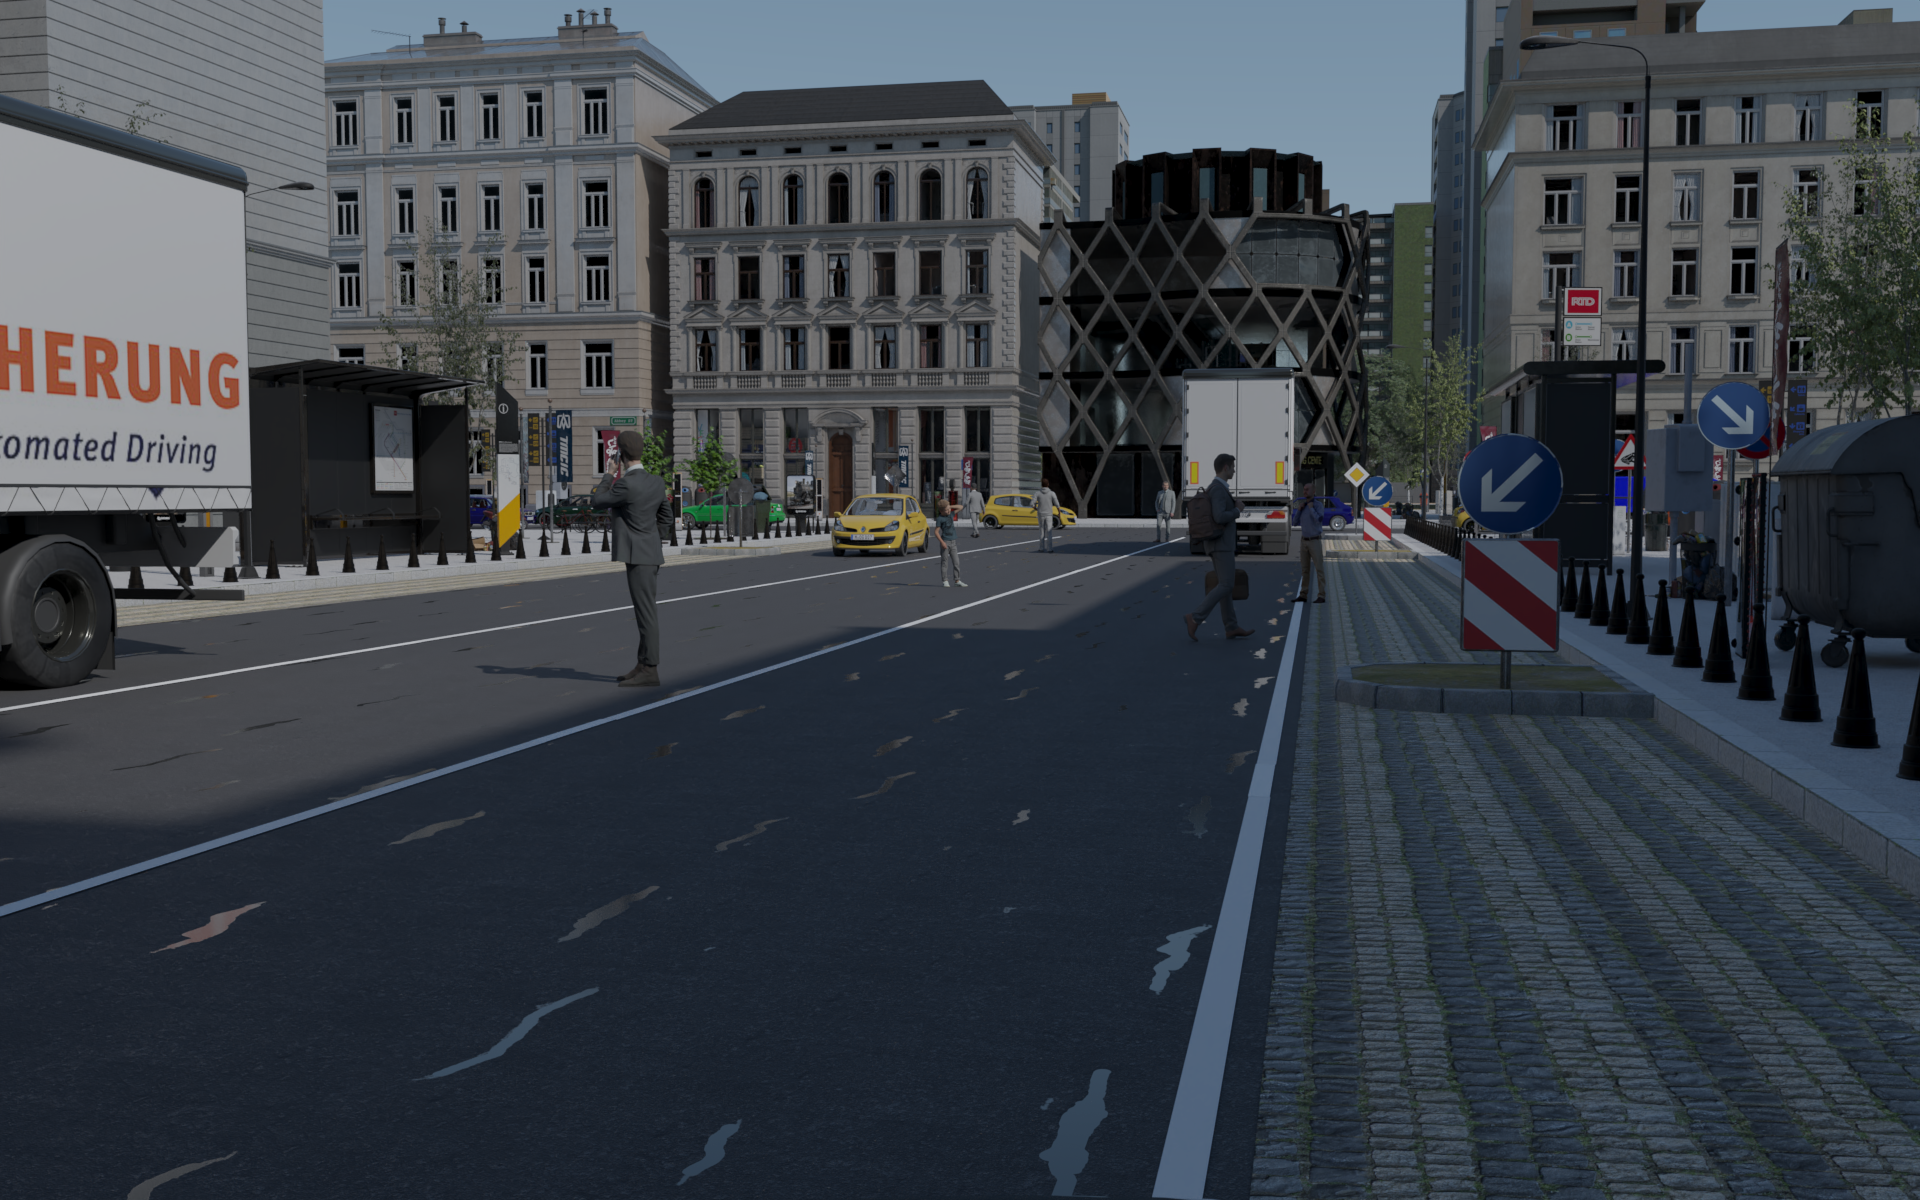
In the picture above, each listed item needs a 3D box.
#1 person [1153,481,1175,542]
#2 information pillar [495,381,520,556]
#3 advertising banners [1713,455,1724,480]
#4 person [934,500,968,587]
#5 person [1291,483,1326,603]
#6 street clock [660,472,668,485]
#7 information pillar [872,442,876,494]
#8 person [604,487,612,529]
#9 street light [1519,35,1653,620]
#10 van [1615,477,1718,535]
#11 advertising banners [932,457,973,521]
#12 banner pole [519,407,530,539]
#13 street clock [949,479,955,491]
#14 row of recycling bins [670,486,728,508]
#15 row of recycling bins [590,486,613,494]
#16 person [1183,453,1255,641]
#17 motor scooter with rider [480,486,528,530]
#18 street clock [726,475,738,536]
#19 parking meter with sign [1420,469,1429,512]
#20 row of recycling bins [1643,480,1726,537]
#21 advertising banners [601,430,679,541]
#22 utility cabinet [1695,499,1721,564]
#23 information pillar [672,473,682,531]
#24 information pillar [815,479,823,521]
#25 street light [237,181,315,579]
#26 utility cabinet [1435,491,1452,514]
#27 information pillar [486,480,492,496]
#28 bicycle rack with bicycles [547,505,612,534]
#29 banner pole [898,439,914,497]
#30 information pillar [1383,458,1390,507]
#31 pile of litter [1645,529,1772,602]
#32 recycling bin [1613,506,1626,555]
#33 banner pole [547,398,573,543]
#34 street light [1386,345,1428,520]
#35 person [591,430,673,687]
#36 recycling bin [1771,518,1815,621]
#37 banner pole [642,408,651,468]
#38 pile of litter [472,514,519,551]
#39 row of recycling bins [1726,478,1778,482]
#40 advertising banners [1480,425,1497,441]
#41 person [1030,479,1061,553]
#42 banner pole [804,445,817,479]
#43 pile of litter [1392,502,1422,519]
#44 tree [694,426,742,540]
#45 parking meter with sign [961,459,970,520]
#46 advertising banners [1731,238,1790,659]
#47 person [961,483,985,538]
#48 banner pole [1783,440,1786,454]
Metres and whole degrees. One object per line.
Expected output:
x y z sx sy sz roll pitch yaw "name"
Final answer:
6.072 -2.617 51.391 0.635 1.810 0.391 1 4 17 "person"
-9.467 -2.744 36.213 0.504 3.616 0.183 -3 5 -40 "information pillar"
34.522 -4.958 77.244 2.074 3.025 0.090 0 3 0 "advertising banners"
-0.140 -0.875 26.711 0.435 1.345 0.340 -3 5 -44 "person"
4.599 -0.745 22.749 0.319 1.574 0.516 -2 4 -30 "person"
-9.073 -2.953 52.854 0.471 2.002 0.358 2 4 34 "street clock"
-3.934 -5.354 78.891 0.183 3.616 0.504 1 4 10 "information pillar"
-14.240 -3.722 70.274 0.530 1.710 0.541 3 5 40 "person"
6.368 -2.757 17.626 1.470 5.913 1.316 1 4 12 "street light"
24.954 -3.427 60.416 5.245 2.365 2.240 1 4 12 "van"
-0.349 -5.208 81.339 2.074 3.025 0.090 1 4 20 "advertising banners"
-12.467 -3.642 49.567 0.401 3.779 0.863 -2 4 -31 "banner pole"
-0.377 -4.868 84.155 0.358 2.002 0.471 1 4 11 "street clock"
-13.305 -4.838 86.216 3.534 1.692 1.069 -1 4 -14 "row of recycling bins"
-17.410 -4.979 88.519 3.534 1.692 1.069 2 4 27 "row of recycling bins"
2.538 -0.526 17.065 0.822 1.834 0.622 -1 4 -13 "person"
-17.692 -3.555 67.090 1.986 1.779 0.876 1 4 12 "motor scooter with rider"
-7.037 -2.961 52.989 0.471 2.002 0.358 -1 4 -20 "street clock"
32.633 -7.658 121.469 0.543 3.016 1.738 1 4 21 "parking meter with sign"
22.010 -2.700 51.256 3.534 1.692 1.069 3 5 40 "row of recycling bins"
-8.762 -3.135 47.444 2.074 3.025 0.090 -1 4 -10 "advertising banners"
10.542 -0.806 24.343 0.306 1.237 1.020 1 4 17 "utility cabinet"
-9.786 -3.390 59.911 0.304 2.012 0.304 -1 4 -17 "information pillar"
-6.763 -4.800 82.964 0.304 2.012 0.304 -1 4 -15 "information pillar"
-10.271 -3.269 25.995 1.470 5.913 1.316 1 4 12 "street light"
31.473 -6.357 112.621 1.173 1.500 0.318 -2 4 -29 "utility cabinet"
-23.838 -5.089 87.693 0.304 2.012 0.304 -1 4 -22 "information pillar"
-11.985 -2.683 57.241 2.925 0.926 2.852 0 4 -3 "bicycle rack with bicycles"
-2.391 -5.409 78.461 0.863 3.779 0.401 0 4 -5 "banner pole"
27.318 -7.321 111.056 0.504 3.616 0.183 -2 4 -28 "information pillar"
9.187 -0.448 21.296 1.176 0.858 1.719 -1 4 -18 "pile of litter"
13.524 -1.468 36.549 0.722 1.027 0.722 -2 4 -25 "recycling bin"
-10.478 -3.378 45.251 0.863 3.779 0.401 1 4 15 "banner pole"
13.923 -4.975 53.874 1.470 5.913 1.316 1 4 12 "street light"
-2.457 -0.312 12.961 0.474 1.900 0.648 1 4 10 "person"
8.751 -0.317 17.730 0.722 1.027 0.722 2 4 32 "recycling bin"
-9.116 -3.701 50.522 0.401 3.779 0.863 -2 4 -29 "banner pole"
-10.655 -1.551 39.325 1.719 0.858 1.176 -3 5 -39 "pile of litter"
20.843 -2.177 42.707 3.534 1.692 1.069 -1 4 -13 "row of recycling bins"
14.226 -2.959 44.575 2.074 3.025 0.090 -1 4 -18 "advertising banners"
2.127 -2.072 42.530 0.875 1.805 0.789 0 4 4 "person"
-7.466 -5.962 87.488 0.863 3.779 0.401 -2 4 -32 "banner pole"
23.033 -4.563 88.572 1.176 0.858 1.719 -3 5 -40 "pile of litter"
-6.917 -3.318 48.849 1.663 3.219 1.824 0 3 0 "tree"
0.320 -5.584 87.552 0.543 3.016 1.738 0 4 -1 "parking meter with sign"
5.955 -1.022 12.898 0.090 3.025 2.074 1 4 17 "advertising banners"
0.467 -2.933 56.726 0.678 1.792 0.850 -2 4 -28 "person"
33.753 -4.935 70.706 0.401 3.779 0.863 -2 4 -28 "banner pole"
